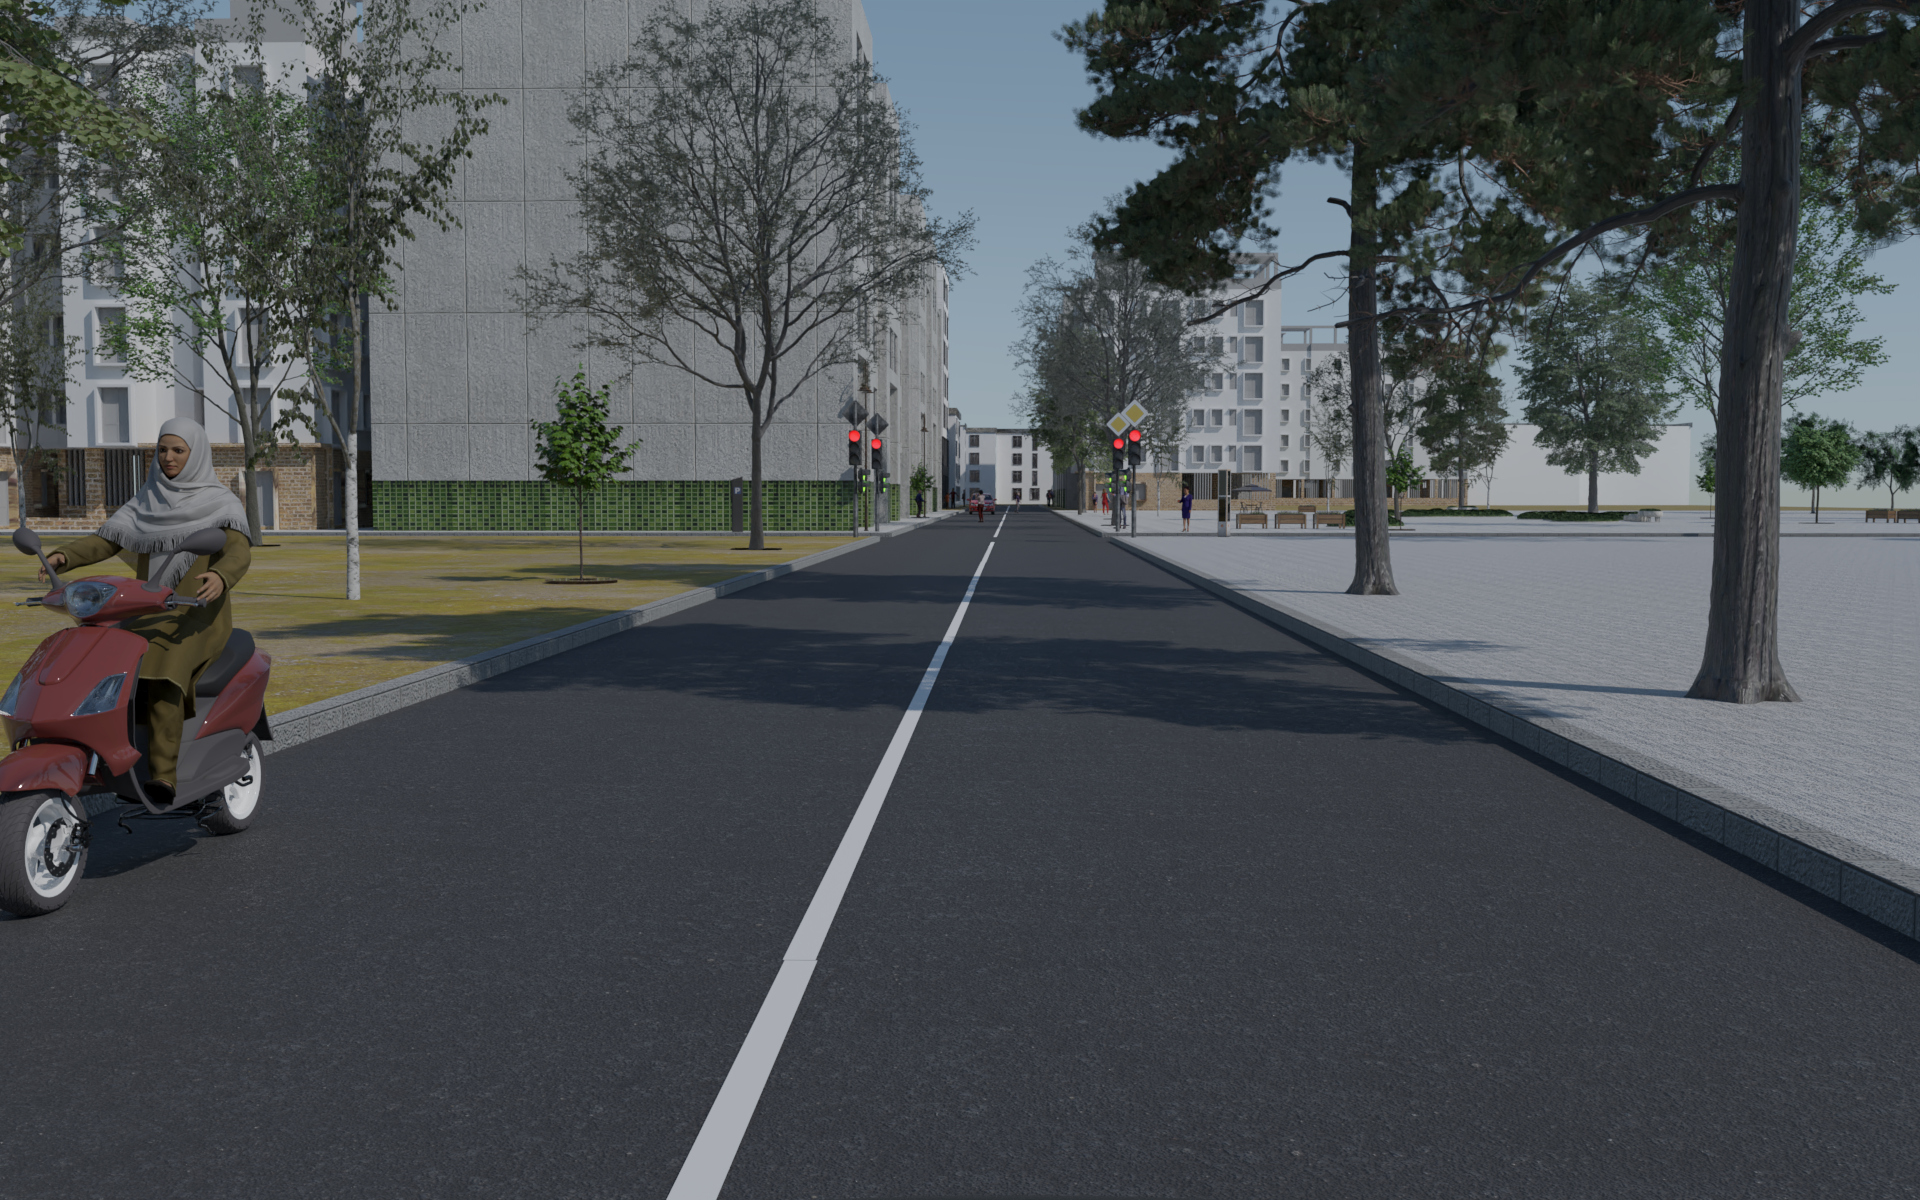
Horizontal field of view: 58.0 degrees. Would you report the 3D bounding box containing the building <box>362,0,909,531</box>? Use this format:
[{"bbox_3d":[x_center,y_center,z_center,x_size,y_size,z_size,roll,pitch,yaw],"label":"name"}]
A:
[{"bbox_3d":[-11.524,-12.759,75.076,16.747,18.905,31.486,0,4,2],"label":"building"}]

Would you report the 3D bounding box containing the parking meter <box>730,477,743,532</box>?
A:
[{"bbox_3d":[-7.525,-3.220,58.356,0.399,1.863,0.255,-1,4,-14],"label":"parking meter"}]

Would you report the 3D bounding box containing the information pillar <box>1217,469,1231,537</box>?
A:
[{"bbox_3d":[7.891,-2.889,51.723,0.304,2.012,0.304,2,4,31],"label":"information pillar"}]

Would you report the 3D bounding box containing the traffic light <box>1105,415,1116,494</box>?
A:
[{"bbox_3d":[5.345,-4.255,58.821,0.839,4.213,0.868,0,4,2],"label":"traffic light"}]

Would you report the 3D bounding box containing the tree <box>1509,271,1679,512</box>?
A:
[{"bbox_3d":[36.310,-11.750,98.770,9.857,13.997,8.962,0,3,0],"label":"tree"}]

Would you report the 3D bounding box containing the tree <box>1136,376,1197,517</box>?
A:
[{"bbox_3d":[11.308,-9.036,98.108,4.360,8.622,3.978,0,3,0],"label":"tree"}]

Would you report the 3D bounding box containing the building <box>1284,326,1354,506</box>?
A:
[{"bbox_3d":[40.010,-21.050,200.582,11.380,20.091,16.016,0,4,2],"label":"building"}]

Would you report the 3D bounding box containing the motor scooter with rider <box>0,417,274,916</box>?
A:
[{"bbox_3d":[-3.155,0.139,6.689,0.876,1.779,1.986,0,4,2],"label":"motor scooter with rider"}]

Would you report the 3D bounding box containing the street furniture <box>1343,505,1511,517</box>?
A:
[{"bbox_3d":[25.831,-4.987,97.156,10.072,0.657,5.734,-1,4,-8],"label":"street furniture"}]

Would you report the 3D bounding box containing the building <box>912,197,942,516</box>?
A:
[{"bbox_3d":[-10.289,-15.416,118.502,16.747,18.905,31.486,0,4,2],"label":"building"}]

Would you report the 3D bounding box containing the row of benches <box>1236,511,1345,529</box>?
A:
[{"bbox_3d":[12.288,-2.967,63.971,4.104,0.672,1.422,0,4,-2],"label":"row of benches"}]

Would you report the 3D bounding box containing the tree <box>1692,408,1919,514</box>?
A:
[{"bbox_3d":[58.780,-9.177,112.944,20.602,7.101,11.467,2,4,25],"label":"tree"}]

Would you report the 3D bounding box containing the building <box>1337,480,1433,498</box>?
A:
[{"bbox_3d":[60.804,-17.106,221.830,28.070,9.664,9.099,0,4,2],"label":"building"}]

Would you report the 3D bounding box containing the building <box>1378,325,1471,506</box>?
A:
[{"bbox_3d":[51.384,-21.027,200.206,11.380,20.091,16.016,0,4,2],"label":"building"}]

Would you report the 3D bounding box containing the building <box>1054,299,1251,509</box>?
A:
[{"bbox_3d":[17.822,-18.100,162.390,16.747,18.905,31.486,0,4,2],"label":"building"}]

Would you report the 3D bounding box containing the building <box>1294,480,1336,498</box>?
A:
[{"bbox_3d":[32.709,-17.085,221.494,28.070,9.664,9.099,0,4,2],"label":"building"}]

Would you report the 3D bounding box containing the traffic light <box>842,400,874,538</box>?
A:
[{"bbox_3d":[-3.065,-3.782,51.082,0.839,4.213,0.868,0,4,2],"label":"traffic light"}]

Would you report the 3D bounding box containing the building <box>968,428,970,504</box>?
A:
[{"bbox_3d":[-13.311,-16.139,206.020,28.070,9.664,9.099,0,4,2],"label":"building"}]

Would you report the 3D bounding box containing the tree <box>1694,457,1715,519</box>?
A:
[{"bbox_3d":[39.062,-5.856,90.339,1.663,3.219,1.824,0,3,0],"label":"tree"}]

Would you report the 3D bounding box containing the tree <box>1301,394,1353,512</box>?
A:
[{"bbox_3d":[26.205,-10.491,121.897,4.360,8.622,3.978,0,3,0],"label":"tree"}]

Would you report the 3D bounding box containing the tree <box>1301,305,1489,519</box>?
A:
[{"bbox_3d":[20.650,-9.013,81.767,8.767,10.594,7.601,0,4,-3],"label":"tree"}]

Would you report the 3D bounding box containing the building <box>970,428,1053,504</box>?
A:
[{"bbox_3d":[4.669,-17.170,222.874,28.070,9.664,9.099,0,4,2],"label":"building"}]

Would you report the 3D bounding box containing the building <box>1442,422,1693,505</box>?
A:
[{"bbox_3d":[71.638,-16.015,203.984,28.070,9.664,9.099,0,4,2],"label":"building"}]

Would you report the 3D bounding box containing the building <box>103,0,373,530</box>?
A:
[{"bbox_3d":[-28.200,-12.988,68.781,11.380,20.091,16.016,0,4,2],"label":"building"}]

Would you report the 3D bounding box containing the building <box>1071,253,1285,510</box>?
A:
[{"bbox_3d":[17.093,-17.366,140.360,16.016,20.091,11.380,0,4,2],"label":"building"}]

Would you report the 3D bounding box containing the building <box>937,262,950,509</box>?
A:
[{"bbox_3d":[-15.481,-18.791,151.214,27.936,21.610,32.646,0,4,2],"label":"building"}]

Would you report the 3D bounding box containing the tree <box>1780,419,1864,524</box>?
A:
[{"bbox_3d":[37.342,-5.601,75.297,4.285,4.588,4.351,0,3,0],"label":"tree"}]

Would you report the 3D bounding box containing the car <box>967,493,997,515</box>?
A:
[{"bbox_3d":[1.528,-6.879,121.519,2.155,1.783,4.494,0,3,0],"label":"car"}]

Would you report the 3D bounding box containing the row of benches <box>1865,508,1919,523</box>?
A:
[{"bbox_3d":[42.057,-3.741,76.634,1.422,0.672,4.104,-2,4,-30],"label":"row of benches"}]

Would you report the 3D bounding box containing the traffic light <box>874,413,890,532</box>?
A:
[{"bbox_3d":[-2.812,-4.270,59.063,0.839,4.213,0.868,0,4,2],"label":"traffic light"}]

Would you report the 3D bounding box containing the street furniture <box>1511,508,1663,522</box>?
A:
[{"bbox_3d":[30.176,-4.114,82.886,5.734,0.657,10.072,1,4,10],"label":"street furniture"}]

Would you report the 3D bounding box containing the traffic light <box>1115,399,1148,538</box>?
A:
[{"bbox_3d":[5.092,-3.767,50.840,0.839,4.213,0.868,0,4,2],"label":"traffic light"}]

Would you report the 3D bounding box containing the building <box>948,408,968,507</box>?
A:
[{"bbox_3d":[-4.402,-14.692,182.358,9.099,9.664,28.070,0,4,2],"label":"building"}]
